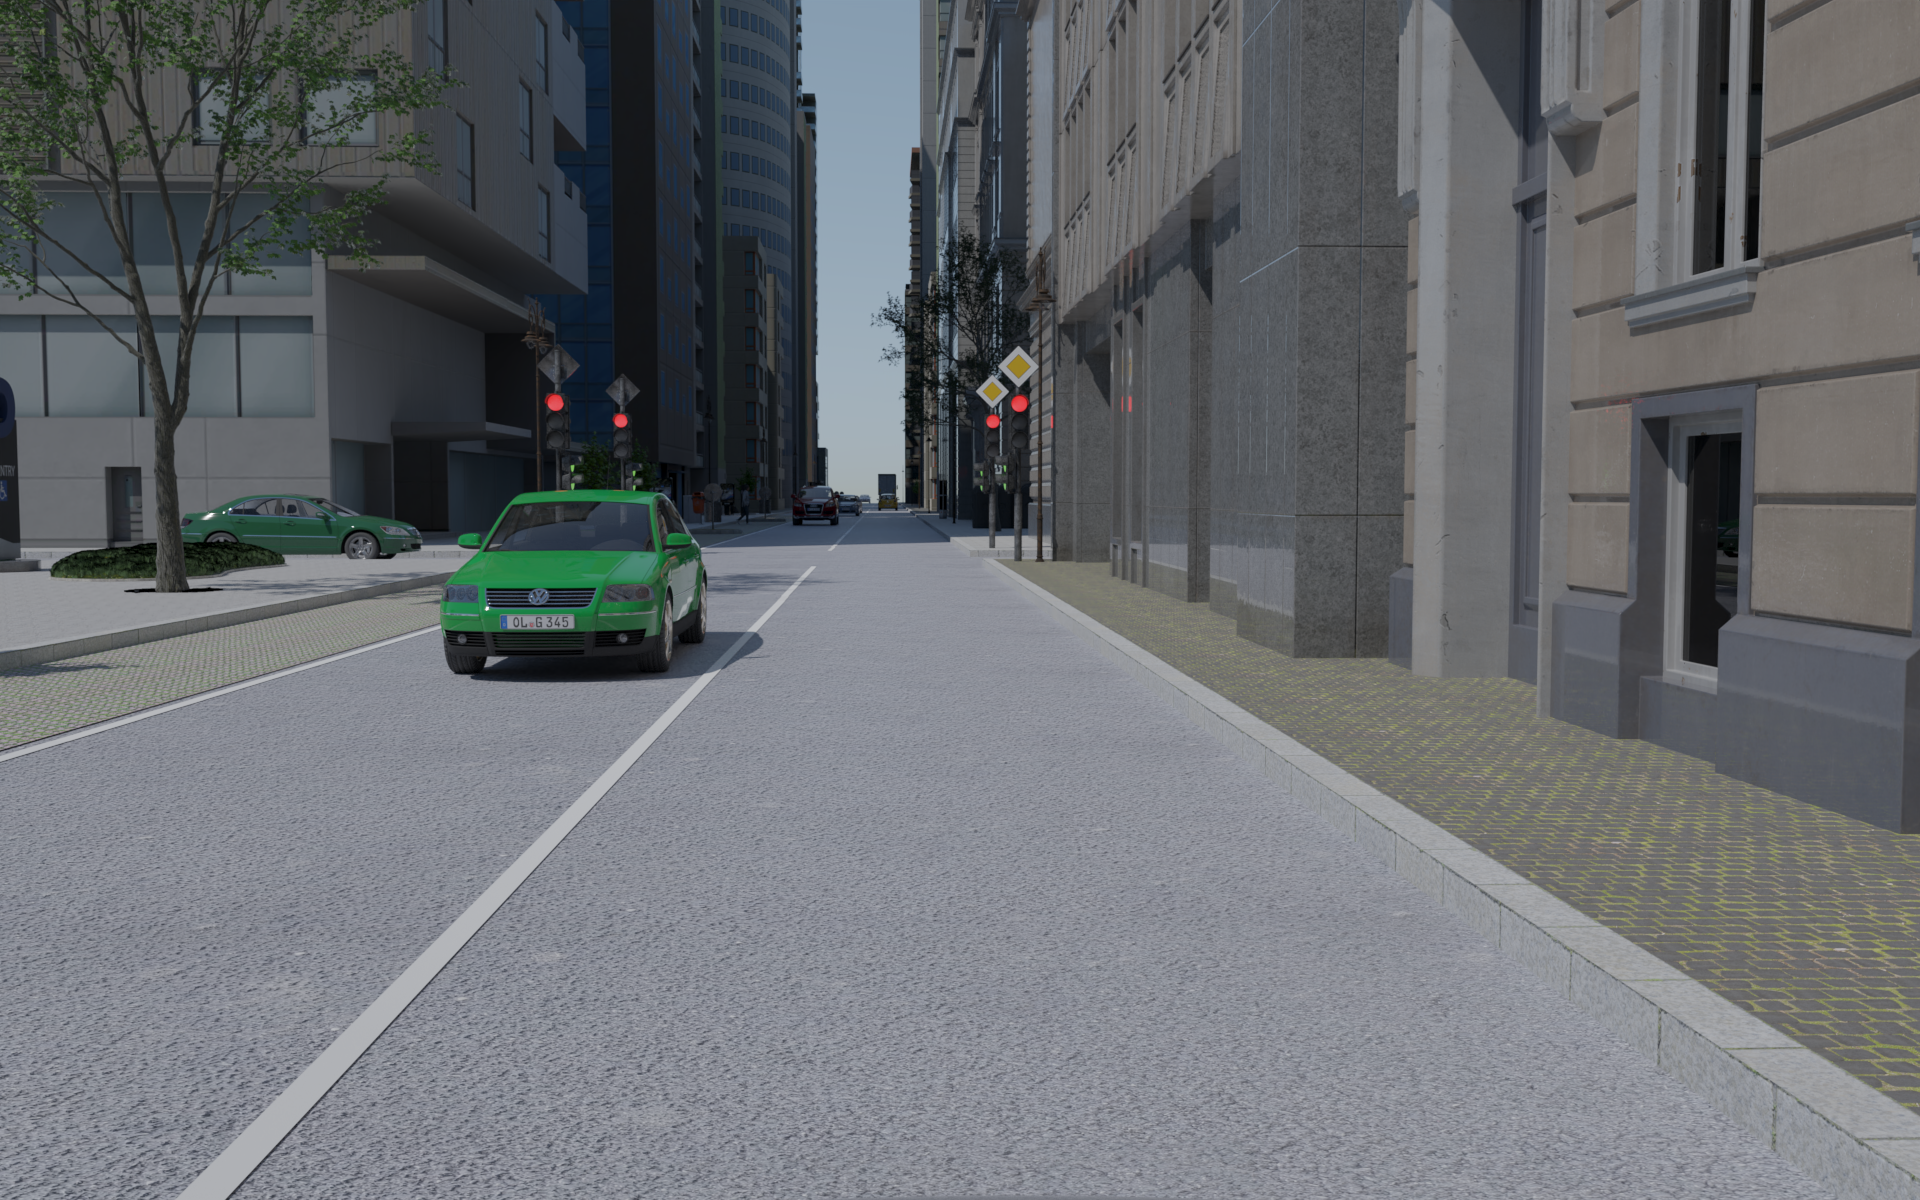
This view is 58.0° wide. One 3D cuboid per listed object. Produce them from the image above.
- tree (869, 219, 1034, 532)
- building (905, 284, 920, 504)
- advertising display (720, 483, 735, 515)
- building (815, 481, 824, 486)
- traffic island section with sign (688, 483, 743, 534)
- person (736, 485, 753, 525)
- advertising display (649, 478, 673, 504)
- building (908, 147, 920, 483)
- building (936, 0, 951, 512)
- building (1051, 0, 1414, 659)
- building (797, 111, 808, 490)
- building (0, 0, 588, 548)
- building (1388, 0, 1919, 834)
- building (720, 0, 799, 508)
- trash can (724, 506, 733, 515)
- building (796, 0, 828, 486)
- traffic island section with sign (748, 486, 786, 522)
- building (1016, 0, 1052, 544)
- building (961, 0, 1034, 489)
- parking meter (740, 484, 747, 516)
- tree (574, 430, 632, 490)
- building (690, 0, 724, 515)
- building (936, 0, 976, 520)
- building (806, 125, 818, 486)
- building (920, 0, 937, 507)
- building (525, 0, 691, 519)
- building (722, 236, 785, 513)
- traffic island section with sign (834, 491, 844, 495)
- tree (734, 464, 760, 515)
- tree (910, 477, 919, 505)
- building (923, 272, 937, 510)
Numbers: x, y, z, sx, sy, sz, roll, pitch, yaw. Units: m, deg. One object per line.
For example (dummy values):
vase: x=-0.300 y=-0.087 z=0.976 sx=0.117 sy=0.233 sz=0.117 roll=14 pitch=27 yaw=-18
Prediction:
tree: x=0.966 y=-7.636 z=59.253 sx=7.601 sy=10.594 sz=8.767 roll=1 pitch=4 yaw=22
building: x=-0.597 y=-28.522 z=238.036 sx=14.160 sy=30.474 sz=14.107 roll=0 pitch=4 yaw=-2
advertising display: x=-13.955 y=-6.037 z=103.916 sx=0.974 sy=1.923 sz=0.123 roll=2 pitch=4 yaw=28
building: x=-34.076 y=-32.560 z=224.244 sx=32.217 sy=40.220 sz=23.993 roll=0 pitch=4 yaw=-2
traffic island section with sign: x=-8.849 y=-3.279 z=62.239 sx=1.989 sy=1.847 sz=2.006 roll=0 pitch=4 yaw=-2
person: x=-10.093 y=-4.442 z=80.977 sx=0.795 sy=1.843 sz=0.661 roll=0 pitch=4 yaw=1
advertising display: x=-11.730 y=-3.835 z=67.923 sx=0.974 sy=1.923 sz=0.123 roll=1 pitch=4 yaw=13
building: x=4.740 y=-34.332 z=215.952 sx=22.147 sy=44.769 sz=28.867 roll=0 pitch=4 yaw=-2
building: x=5.248 y=-27.106 z=126.773 sx=14.154 sy=41.232 sz=14.086 roll=0 pitch=4 yaw=-2
building: x=8.170 y=-12.532 z=22.913 sx=12.078 sy=24.808 sz=19.932 roll=0 pitch=4 yaw=-2
building: x=-23.178 y=-30.319 z=179.309 sx=14.154 sy=41.232 sz=14.086 roll=0 pitch=4 yaw=-2
building: x=-26.660 y=-28.281 z=51.642 sx=28.713 sy=52.752 sz=27.495 roll=0 pitch=4 yaw=-2
building: x=9.886 y=-13.269 z=2.861 sx=13.634 sy=28.700 sz=20.117 roll=0 pitch=4 yaw=-2
building: x=-26.030 y=-37.647 z=157.529 sx=21.231 sy=58.520 sz=28.212 roll=0 pitch=4 yaw=-2
trash can: x=-14.349 y=-5.866 z=107.569 sx=0.748 sy=1.137 sz=0.748 roll=0 pitch=3 yaw=0
building: x=-30.322 y=-57.398 z=251.132 sx=22.319 sy=86.520 sz=31.000 roll=0 pitch=4 yaw=-2
traffic island section with sign: x=-10.028 y=-4.950 z=89.561 sx=1.989 sy=1.847 sz=2.006 roll=0 pitch=4 yaw=-2
building: x=11.446 y=-13.276 z=45.944 sx=19.941 sy=23.489 sz=11.050 roll=0 pitch=4 yaw=-2
building: x=7.297 y=-17.702 z=75.338 sx=13.634 sy=28.700 sz=20.117 roll=0 pitch=4 yaw=-2
parking meter: x=-12.775 y=-5.911 z=102.353 sx=0.255 sy=1.863 sz=0.399 roll=-3 pitch=4 yaw=-38
tree: x=-10.912 y=-3.530 z=52.318 sx=1.663 sy=3.219 sz=1.824 roll=0 pitch=3 yaw=0
building: x=-21.780 y=-25.661 z=103.146 sx=14.154 sy=41.232 sz=14.086 roll=0 pitch=4 yaw=-2
building: x=4.622 y=-19.751 z=100.424 sx=11.434 sy=29.767 sz=29.804 roll=0 pitch=4 yaw=-2
building: x=-24.283 y=-33.965 z=205.432 sx=14.600 sy=45.320 sz=14.200 roll=0 pitch=4 yaw=-2
building: x=6.396 y=-38.870 z=177.522 sx=21.231 sy=58.520 sz=28.212 roll=0 pitch=4 yaw=-2
building: x=-20.315 y=-26.352 z=80.963 sx=14.600 sy=45.320 sz=14.200 roll=0 pitch=4 yaw=-2
building: x=-27.943 y=-17.432 z=130.047 sx=27.650 sy=21.520 sz=28.899 roll=0 pitch=4 yaw=-2
traffic island section with sign: x=-16.977 y=-14.763 z=249.998 sx=1.989 sy=1.847 sz=2.006 roll=0 pitch=4 yaw=-2
tree: x=-13.377 y=-7.003 z=109.107 sx=1.663 sy=3.219 sz=1.824 roll=0 pitch=3 yaw=0
tree: x=-5.025 y=-12.576 z=200.214 sx=1.663 sy=3.219 sz=1.824 roll=0 pitch=3 yaw=0
building: x=10.953 y=-18.643 z=149.859 sx=27.650 sy=21.520 sz=28.899 roll=0 pitch=4 yaw=-2
